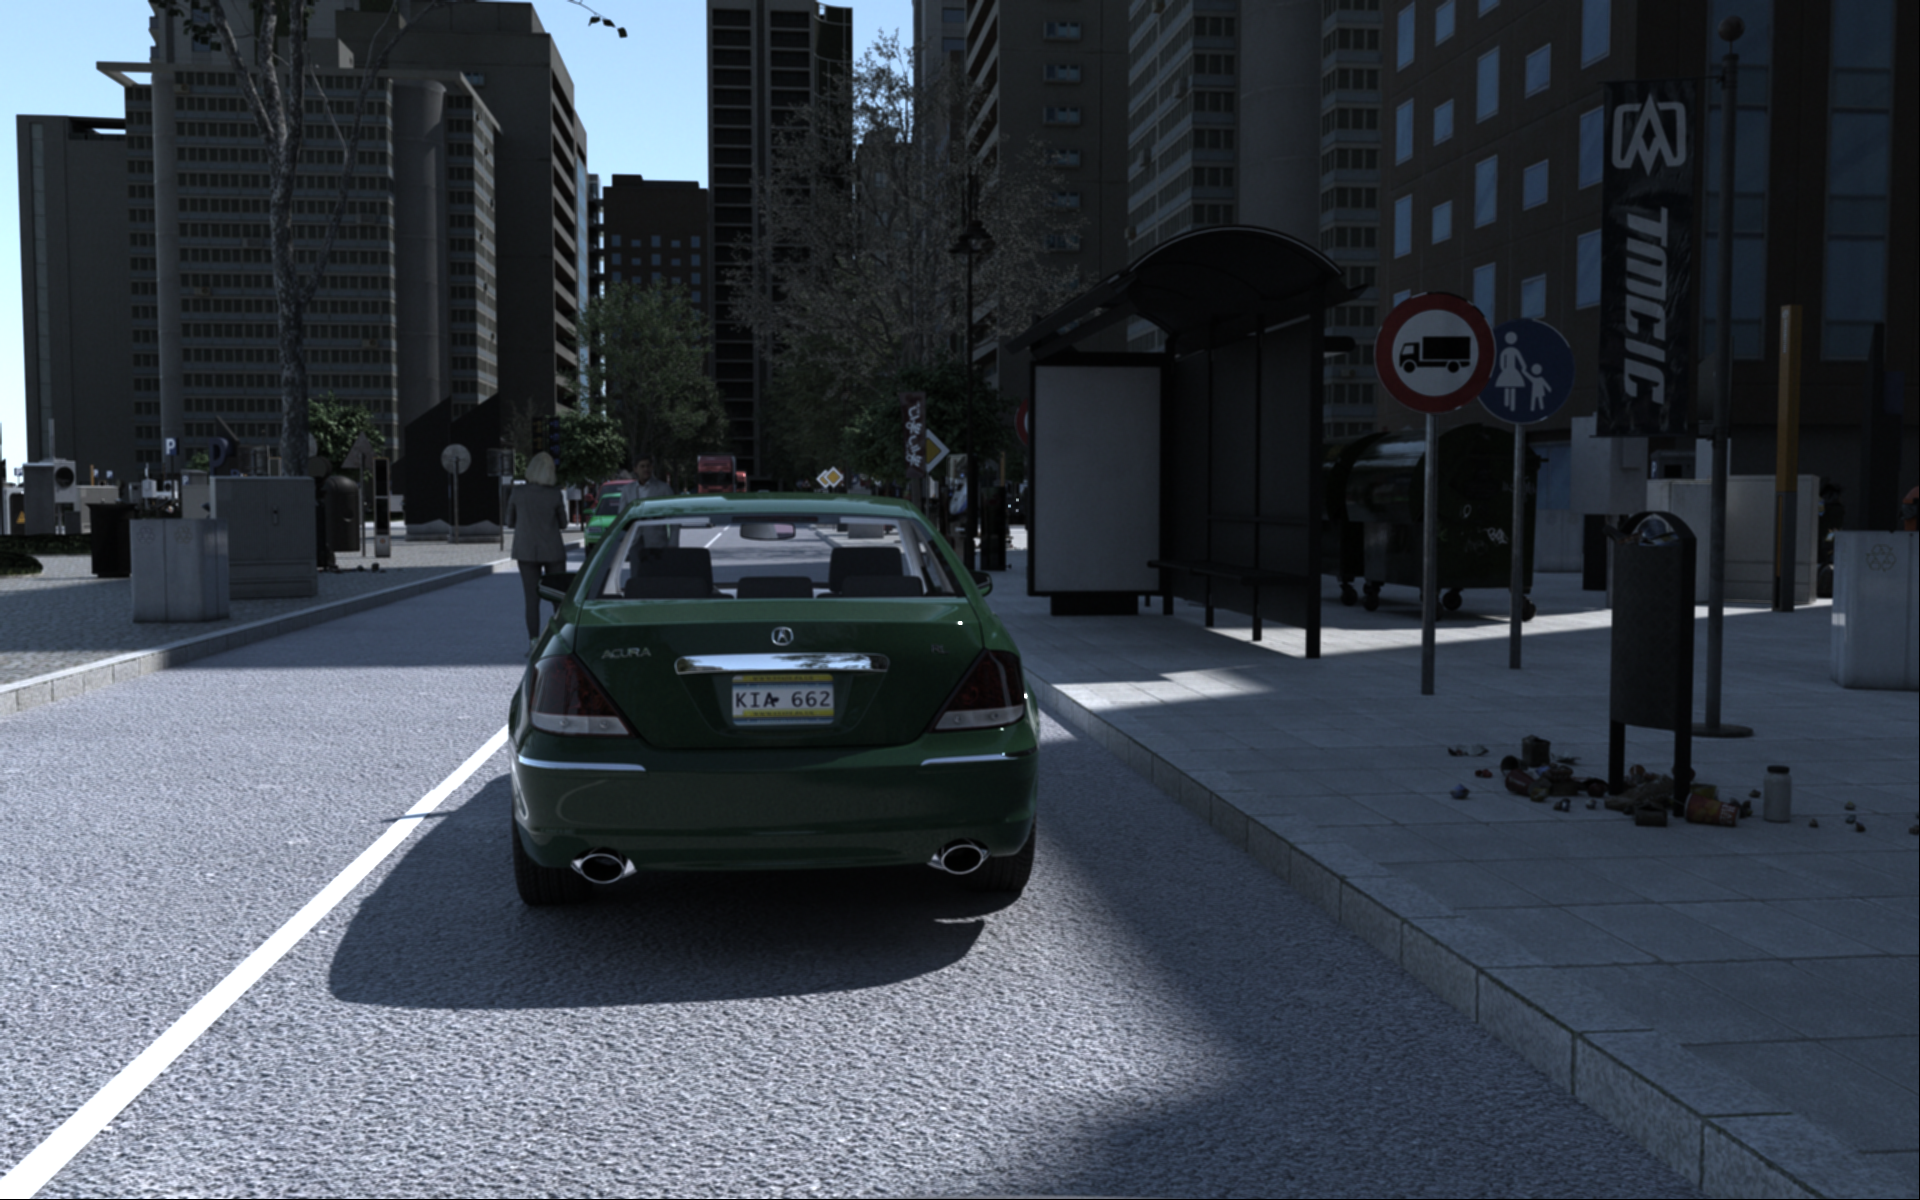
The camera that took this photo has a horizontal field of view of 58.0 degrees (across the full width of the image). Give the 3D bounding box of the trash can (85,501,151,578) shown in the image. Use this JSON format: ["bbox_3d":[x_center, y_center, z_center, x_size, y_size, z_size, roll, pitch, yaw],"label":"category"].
[{"bbox_3d":[-13.022,-0.915,26.621,0.748,1.137,0.748,0,3,0],"label":"trash can"}]

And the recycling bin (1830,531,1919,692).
[{"bbox_3d":[6.275,0.060,11.575,0.722,1.027,0.722,1,4,19],"label":"recycling bin"}]

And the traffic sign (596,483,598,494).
[{"bbox_3d":[-15.633,-4.562,74.698,0.768,2.556,0.104,0,4,-4],"label":"traffic sign"}]

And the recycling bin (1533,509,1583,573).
[{"bbox_3d":[9.796,-0.979,28.563,0.722,1.027,0.722,0,4,-1],"label":"recycling bin"}]

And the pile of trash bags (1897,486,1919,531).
[{"bbox_3d":[10.416,-0.388,16.097,1.912,1.369,3.447,-2,4,-30],"label":"pile of trash bags"}]

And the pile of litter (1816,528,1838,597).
[{"bbox_3d":[11.277,-0.470,21.654,1.719,0.858,1.176,-3,5,-43],"label":"pile of litter"}]

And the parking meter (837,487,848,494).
[{"bbox_3d":[-3.986,-3.076,58.704,0.372,1.533,0.369,0,3,0],"label":"parking meter"}]

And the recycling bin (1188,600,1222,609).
[{"bbox_3d":[3.084,-0.440,19.754,0.722,1.027,0.722,-2,4,-27],"label":"recycling bin"}]

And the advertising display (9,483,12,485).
[{"bbox_3d":[-54.689,-5.772,99.593,0.123,1.923,0.974,-3,5,-44],"label":"advertising display"}]

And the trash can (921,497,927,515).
[{"bbox_3d":[-1.554,-4.173,79.874,0.748,1.137,0.748,0,3,0],"label":"trash can"}]

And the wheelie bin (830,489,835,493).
[{"bbox_3d":[-8.527,-6.411,112.720,0.980,1.594,0.693,3,5,40],"label":"wheelie bin"}]

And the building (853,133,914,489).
[{"bbox_3d":[-2.031,-40.873,257.512,27.495,52.752,28.713,0,4,-6],"label":"building"}]

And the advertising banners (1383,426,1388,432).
[{"bbox_3d":[10.971,-3.015,45.487,0.090,3.025,2.074,0,4,2],"label":"advertising banners"}]

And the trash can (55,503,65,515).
[{"bbox_3d":[-62.281,-6.577,119.194,0.748,1.137,0.748,0,3,0],"label":"trash can"}]

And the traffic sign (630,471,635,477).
[{"bbox_3d":[-17.852,-5.813,95.147,0.768,2.556,0.104,0,4,-3],"label":"traffic sign"}]

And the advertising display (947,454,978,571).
[{"bbox_3d":[0.039,-1.394,28.003,0.123,1.923,0.974,-2,4,-24],"label":"advertising display"}]

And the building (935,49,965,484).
[{"bbox_3d":[5.106,-31.984,173.042,14.600,45.320,14.200,0,4,-6],"label":"building"}]

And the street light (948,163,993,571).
[{"bbox_3d":[0.140,-3.170,24.611,0.468,5.910,1.993,0,4,-6],"label":"street light"}]

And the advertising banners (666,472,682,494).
[{"bbox_3d":[-22.657,-8.677,138.050,0.090,3.025,2.074,3,4,38],"label":"advertising banners"}]

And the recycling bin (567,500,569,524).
[{"bbox_3d":[-17.010,-3.706,73.154,0.722,1.027,0.722,2,4,24],"label":"recycling bin"}]

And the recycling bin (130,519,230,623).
[{"bbox_3d":[-7.919,-0.309,17.602,0.722,1.027,0.722,0,4,-2],"label":"recycling bin"}]

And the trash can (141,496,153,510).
[{"bbox_3d":[-52.358,-6.116,111.658,0.748,1.137,0.748,0,3,0],"label":"trash can"}]

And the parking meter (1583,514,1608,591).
[{"bbox_3d":[8.523,-0.899,23.114,0.372,1.533,0.369,0,3,0],"label":"parking meter"}]

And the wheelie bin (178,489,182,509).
[{"bbox_3d":[-52.260,-6.641,116.492,0.980,1.594,0.693,1,4,11],"label":"wheelie bin"}]

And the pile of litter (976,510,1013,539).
[{"bbox_3d":[0.993,-2.207,50.046,1.176,0.858,1.719,1,4,10],"label":"pile of litter"}]

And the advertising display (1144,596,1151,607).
[{"bbox_3d":[1.715,-0.889,19.752,0.974,1.923,0.123,0,4,5],"label":"advertising display"}]

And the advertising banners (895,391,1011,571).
[{"bbox_3d":[-0.106,-2.017,29.165,2.074,3.025,0.090,2,4,25],"label":"advertising banners"}]

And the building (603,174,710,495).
[{"bbox_3d":[-42.592,-36.431,245.761,14.200,45.320,14.600,0,4,-6],"label":"building"}]

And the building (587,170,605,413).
[{"bbox_3d":[-65.650,-38.498,249.047,30.456,49.044,23.786,0,4,-6],"label":"building"}]

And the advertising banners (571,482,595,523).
[{"bbox_3d":[-16.819,-4.867,75.770,2.074,3.025,0.090,-2,4,-34],"label":"advertising banners"}]

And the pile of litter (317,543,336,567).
[{"bbox_3d":[-11.636,-0.990,30.155,1.176,0.858,1.719,3,5,44],"label":"pile of litter"}]

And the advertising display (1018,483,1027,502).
[{"bbox_3d":[3.827,-5.803,100.087,0.974,1.923,0.123,-1,4,-21],"label":"advertising display"}]

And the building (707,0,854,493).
[{"bbox_3d":[-25.759,-49.709,250.989,20.611,71.187,20.563,0,4,-6],"label":"building"}]

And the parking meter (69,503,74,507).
[{"bbox_3d":[-59.918,-6.803,116.944,0.399,1.863,0.255,0,4,5],"label":"parking meter"}]

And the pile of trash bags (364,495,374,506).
[{"bbox_3d":[-45.072,-7.515,132.616,1.912,1.369,3.447,1,4,20],"label":"pile of trash bags"}]

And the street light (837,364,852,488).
[{"bbox_3d":[-4.112,-5.442,61.768,0.468,5.910,1.993,0,4,-6],"label":"street light"}]

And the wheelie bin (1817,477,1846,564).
[{"bbox_3d":[15.960,-1.473,31.992,0.693,1.594,0.980,1,4,17],"label":"wheelie bin"}]

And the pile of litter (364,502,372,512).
[{"bbox_3d":[-33.083,-5.072,96.894,1.176,0.858,1.719,-3,5,-44],"label":"pile of litter"}]

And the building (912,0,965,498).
[{"bbox_3d":[5.279,-39.902,194.390,21.231,58.520,28.212,0,4,-6],"label":"building"}]

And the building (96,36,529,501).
[{"bbox_3d":[-54.171,-28.133,151.857,32.217,40.220,23.993,0,4,-6],"label":"building"}]

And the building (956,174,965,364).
[{"bbox_3d":[6.415,-23.714,159.426,14.160,30.474,14.107,0,4,-6],"label":"building"}]

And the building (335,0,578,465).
[{"bbox_3d":[-50.706,-33.721,175.040,21.300,48.544,21.600,0,4,-6],"label":"building"}]

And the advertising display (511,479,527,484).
[{"bbox_3d":[-19.025,-4.252,74.740,0.123,1.923,0.974,1,4,22],"label":"advertising display"}]

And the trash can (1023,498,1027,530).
[{"bbox_3d":[2.502,-2.855,58.337,0.748,1.137,0.748,0,3,0],"label":"trash can"}]

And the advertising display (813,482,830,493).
[{"bbox_3d":[-7.372,-5.332,92.399,0.974,1.923,0.123,2,4,26],"label":"advertising display"}]

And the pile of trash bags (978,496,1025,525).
[{"bbox_3d":[2.646,-3.822,72.243,3.447,1.369,1.912,-1,4,-16],"label":"pile of trash bags"}]

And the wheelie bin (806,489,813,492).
[{"bbox_3d":[-10.230,-6.770,118.599,0.980,1.594,0.693,-1,4,-14],"label":"wheelie bin"}]

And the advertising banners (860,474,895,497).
[{"bbox_3d":[-2.561,-3.909,60.104,2.074,3.025,0.090,0,4,1],"label":"advertising banners"}]
